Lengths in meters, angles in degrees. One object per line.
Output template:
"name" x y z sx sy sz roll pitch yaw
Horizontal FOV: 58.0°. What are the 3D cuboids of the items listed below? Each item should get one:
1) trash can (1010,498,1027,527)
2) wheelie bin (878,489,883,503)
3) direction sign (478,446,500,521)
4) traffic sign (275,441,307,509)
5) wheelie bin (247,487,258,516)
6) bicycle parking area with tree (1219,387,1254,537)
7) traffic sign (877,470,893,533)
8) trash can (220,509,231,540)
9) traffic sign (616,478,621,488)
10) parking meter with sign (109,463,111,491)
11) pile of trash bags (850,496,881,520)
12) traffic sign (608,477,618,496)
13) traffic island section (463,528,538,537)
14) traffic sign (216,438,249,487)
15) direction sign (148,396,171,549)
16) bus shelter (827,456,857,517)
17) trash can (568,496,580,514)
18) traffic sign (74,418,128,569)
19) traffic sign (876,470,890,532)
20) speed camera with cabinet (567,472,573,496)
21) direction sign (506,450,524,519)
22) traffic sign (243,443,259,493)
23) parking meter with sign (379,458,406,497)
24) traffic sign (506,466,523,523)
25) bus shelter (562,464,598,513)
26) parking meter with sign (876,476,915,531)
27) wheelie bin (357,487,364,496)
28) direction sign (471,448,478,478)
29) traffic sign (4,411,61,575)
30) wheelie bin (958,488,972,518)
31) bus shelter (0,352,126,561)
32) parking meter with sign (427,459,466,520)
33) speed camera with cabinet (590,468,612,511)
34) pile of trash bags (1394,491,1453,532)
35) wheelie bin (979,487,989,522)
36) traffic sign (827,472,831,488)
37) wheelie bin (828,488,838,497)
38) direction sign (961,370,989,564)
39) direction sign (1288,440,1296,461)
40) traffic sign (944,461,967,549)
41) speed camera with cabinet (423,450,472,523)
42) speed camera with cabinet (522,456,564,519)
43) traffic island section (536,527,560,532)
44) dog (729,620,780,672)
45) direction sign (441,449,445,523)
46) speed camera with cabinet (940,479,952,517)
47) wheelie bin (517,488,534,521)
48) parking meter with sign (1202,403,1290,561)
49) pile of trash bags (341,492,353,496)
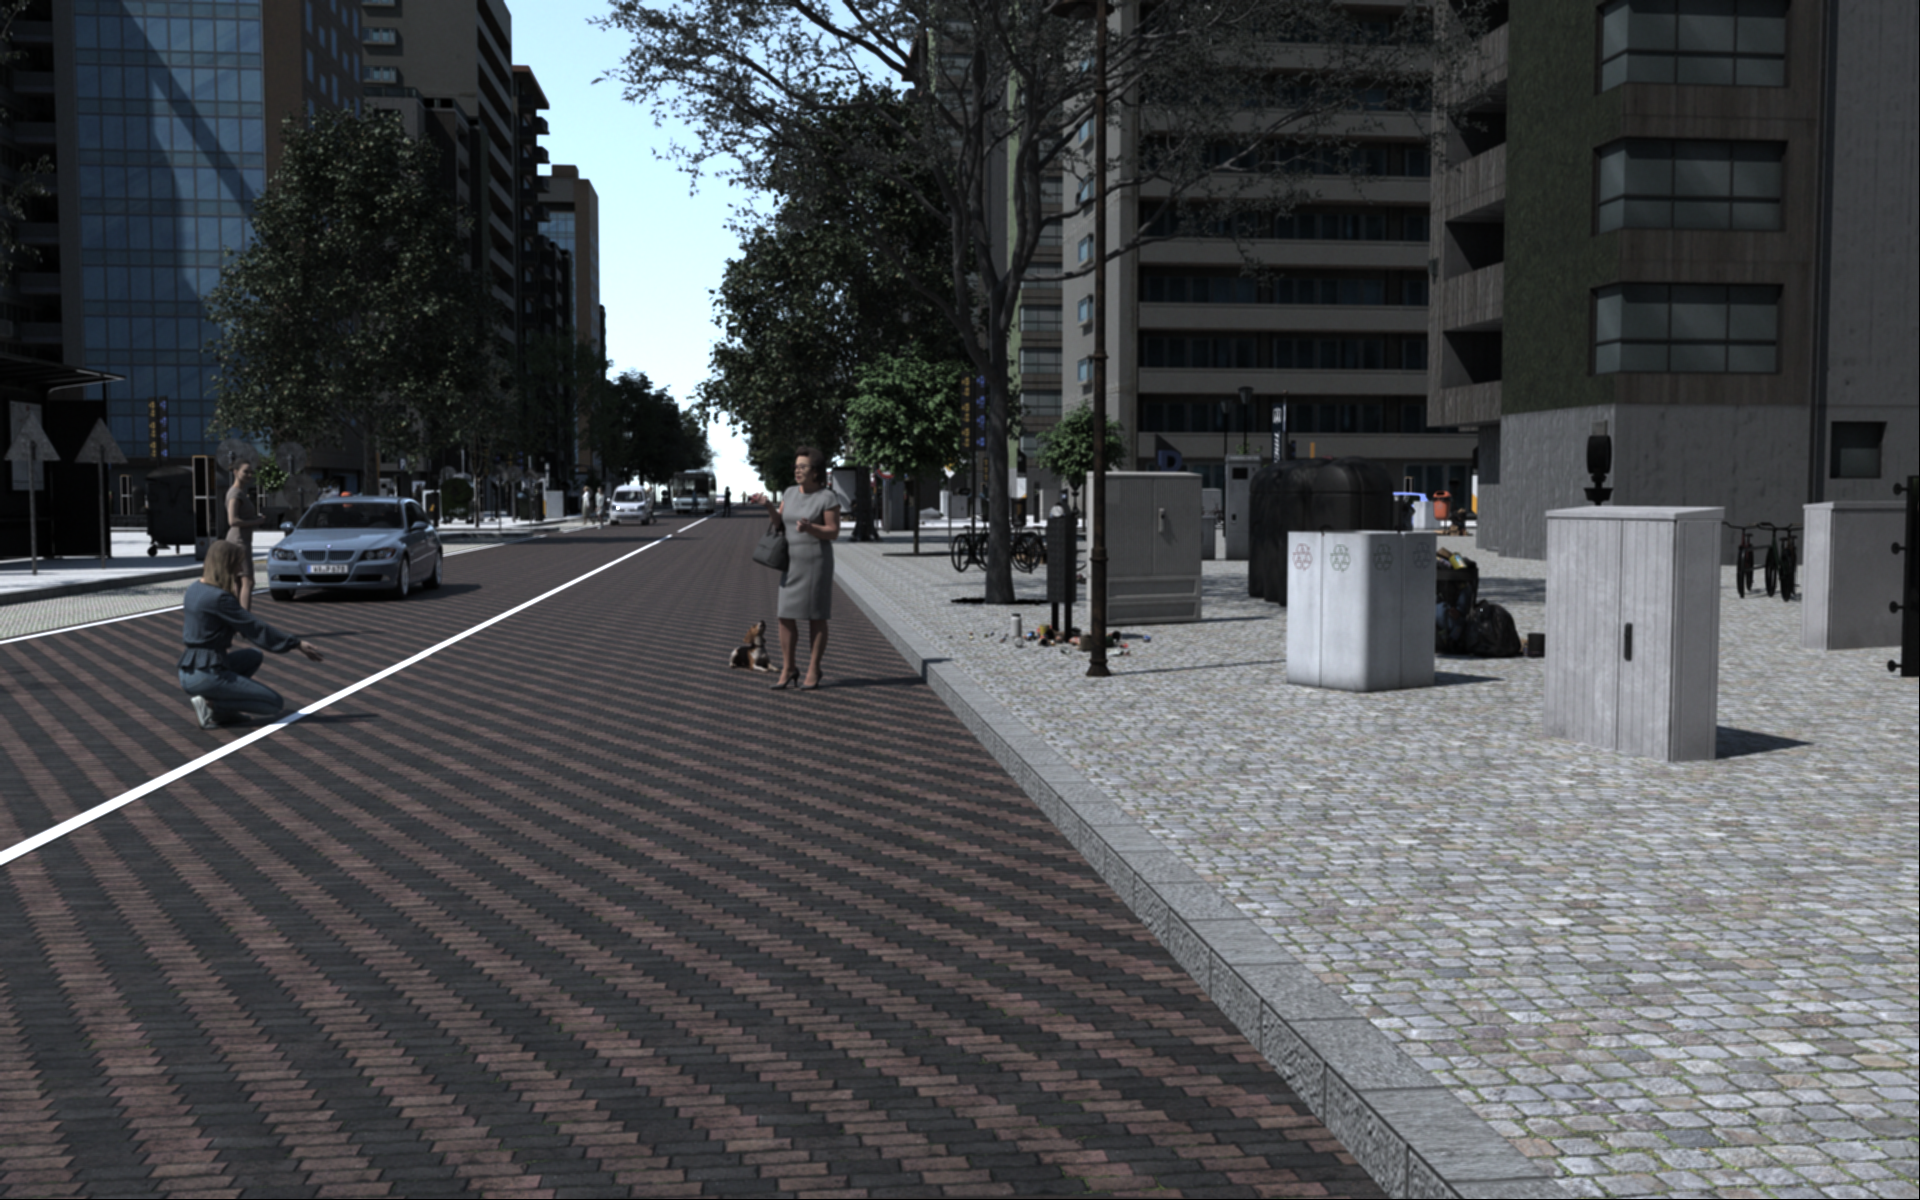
"trash can" 2.292 -3.428 67.700 0.748 1.137 0.748 0 3 0
"wheelie bin" -4.881 -6.002 106.037 0.980 1.594 0.693 0 4 3
"direction sign" -22.239 -5.517 82.202 0.876 3.537 0.379 -2 4 -34
"traffic sign" -16.213 -2.562 41.996 0.768 2.556 0.104 0 4 -3
"wheelie bin" -33.557 -4.568 82.593 0.980 1.594 0.693 -2 4 -26
"bicycle parking area with tree" 7.628 -3.797 49.089 9.016 4.147 8.231 1 4 16
"traffic sign" -2.364 -3.464 56.738 0.768 2.556 0.104 0 4 2
"trash can" -17.261 -1.796 41.024 0.748 1.137 0.748 0 3 0
"traffic sign" -26.625 -8.203 134.217 0.768 2.556 0.104 0 4 3
"parking meter with sign" -41.703 -5.399 84.533 0.543 3.016 1.738 -2 4 -25
"pile of trash bags" -4.594 -4.727 87.032 1.912 1.369 3.447 -1 4 -19
"traffic sign" -26.225 -8.006 131.009 0.768 2.556 0.104 0 3 0
"traffic island section" -15.497 -2.202 58.288 2.009 0.180 2.903 0 4 -7
"traffic sign" -16.550 -2.403 39.388 0.768 2.556 0.104 0 4 3
"direction sign" -18.609 -2.952 40.268 0.876 3.537 0.379 3 4 39
"bus shelter" -6.189 -6.192 95.166 2.014 3.302 5.546 0 4 -7
"trash can" -24.345 -5.961 109.114 0.748 1.137 0.748 0 3 0
"traffic sign" -14.663 -1.809 29.577 0.884 2.594 0.081 0 4 -3
"traffic sign" -2.520 -3.594 58.862 0.768 2.556 0.104 0 4 -3
"speed camera with cabinet" -25.964 -7.164 111.459 2.038 3.252 0.660 0 4 -4
"direction sign" -22.639 -5.879 88.112 0.876 3.537 0.379 -2 4 -23
"traffic sign" -17.710 -2.613 42.830 0.768 2.556 0.104 0 4 3
"parking meter with sign" -28.064 -5.422 84.915 1.738 3.016 0.543 1 4 14
"traffic sign" -19.924 -4.727 77.396 0.768 2.556 0.104 0 4 -6
"bus shelter" -26.186 -7.699 119.794 2.014 3.302 5.546 0 4 -7
"parking meter with sign" -2.280 -3.898 59.987 0.543 3.016 1.738 3 5 43
"wheelie bin" -26.837 -4.321 78.563 0.980 1.594 0.693 -2 4 -25
"direction sign" -23.519 -5.673 84.758 0.379 3.537 0.876 3 5 44
"traffic sign" -14.601 -1.667 27.259 0.884 2.594 0.081 0 4 -1
"wheelie bin" 0.304 -5.219 93.236 0.980 1.594 0.693 -1 4 -13
"bus shelter" -17.098 -2.458 31.466 1.731 3.624 6.357 0 4 -7
"parking meter with sign" -25.157 -5.421 84.893 1.738 3.016 0.543 -1 4 -11
"speed camera with cabinet" -27.022 -8.282 129.750 2.038 3.252 0.660 2 4 35
"pile of trash bags" 14.284 -2.831 56.041 3.447 1.369 1.912 3 5 40
"wheelie bin" 1.295 -4.344 78.931 0.980 1.594 0.693 -1 4 -20
"traffic sign" -7.430 -6.046 98.965 0.768 2.556 0.104 0 4 2
"wheelie bin" -6.318 -4.642 83.804 0.693 1.594 0.980 1 4 18
"direction sign" 0.247 -2.433 31.769 0.379 3.537 0.876 -2 4 -30
"direction sign" 13.855 -4.948 72.891 0.379 3.537 0.876 3 5 44
"traffic sign" -0.240 -2.400 40.421 0.795 2.450 0.064 0 4 0
"speed camera with cabinet" -22.763 -5.047 76.862 2.038 3.252 0.660 0 4 -2
"speed camera with cabinet" -21.769 -5.872 90.340 2.038 3.252 0.660 -2 4 -28
"traffic island section" -16.429 -2.687 66.218 2.009 0.180 2.903 0 4 -7
"dog" -1.652 0.363 14.263 0.550 0.427 0.748 1 4 12
"direction sign" -22.535 -5.118 75.681 0.379 3.537 0.876 -1 4 -18
"speed camera with cabinet" -1.036 -6.377 98.601 0.660 3.252 2.038 -1 4 -19
"wheelie bin" -21.079 -4.658 84.063 0.693 1.594 0.980 0 4 7
"parking meter with sign" 5.459 -2.275 33.455 1.738 3.016 0.543 0 4 6
"pile of trash bags" -25.099 -3.842 72.577 1.912 1.369 3.447 0 4 2
